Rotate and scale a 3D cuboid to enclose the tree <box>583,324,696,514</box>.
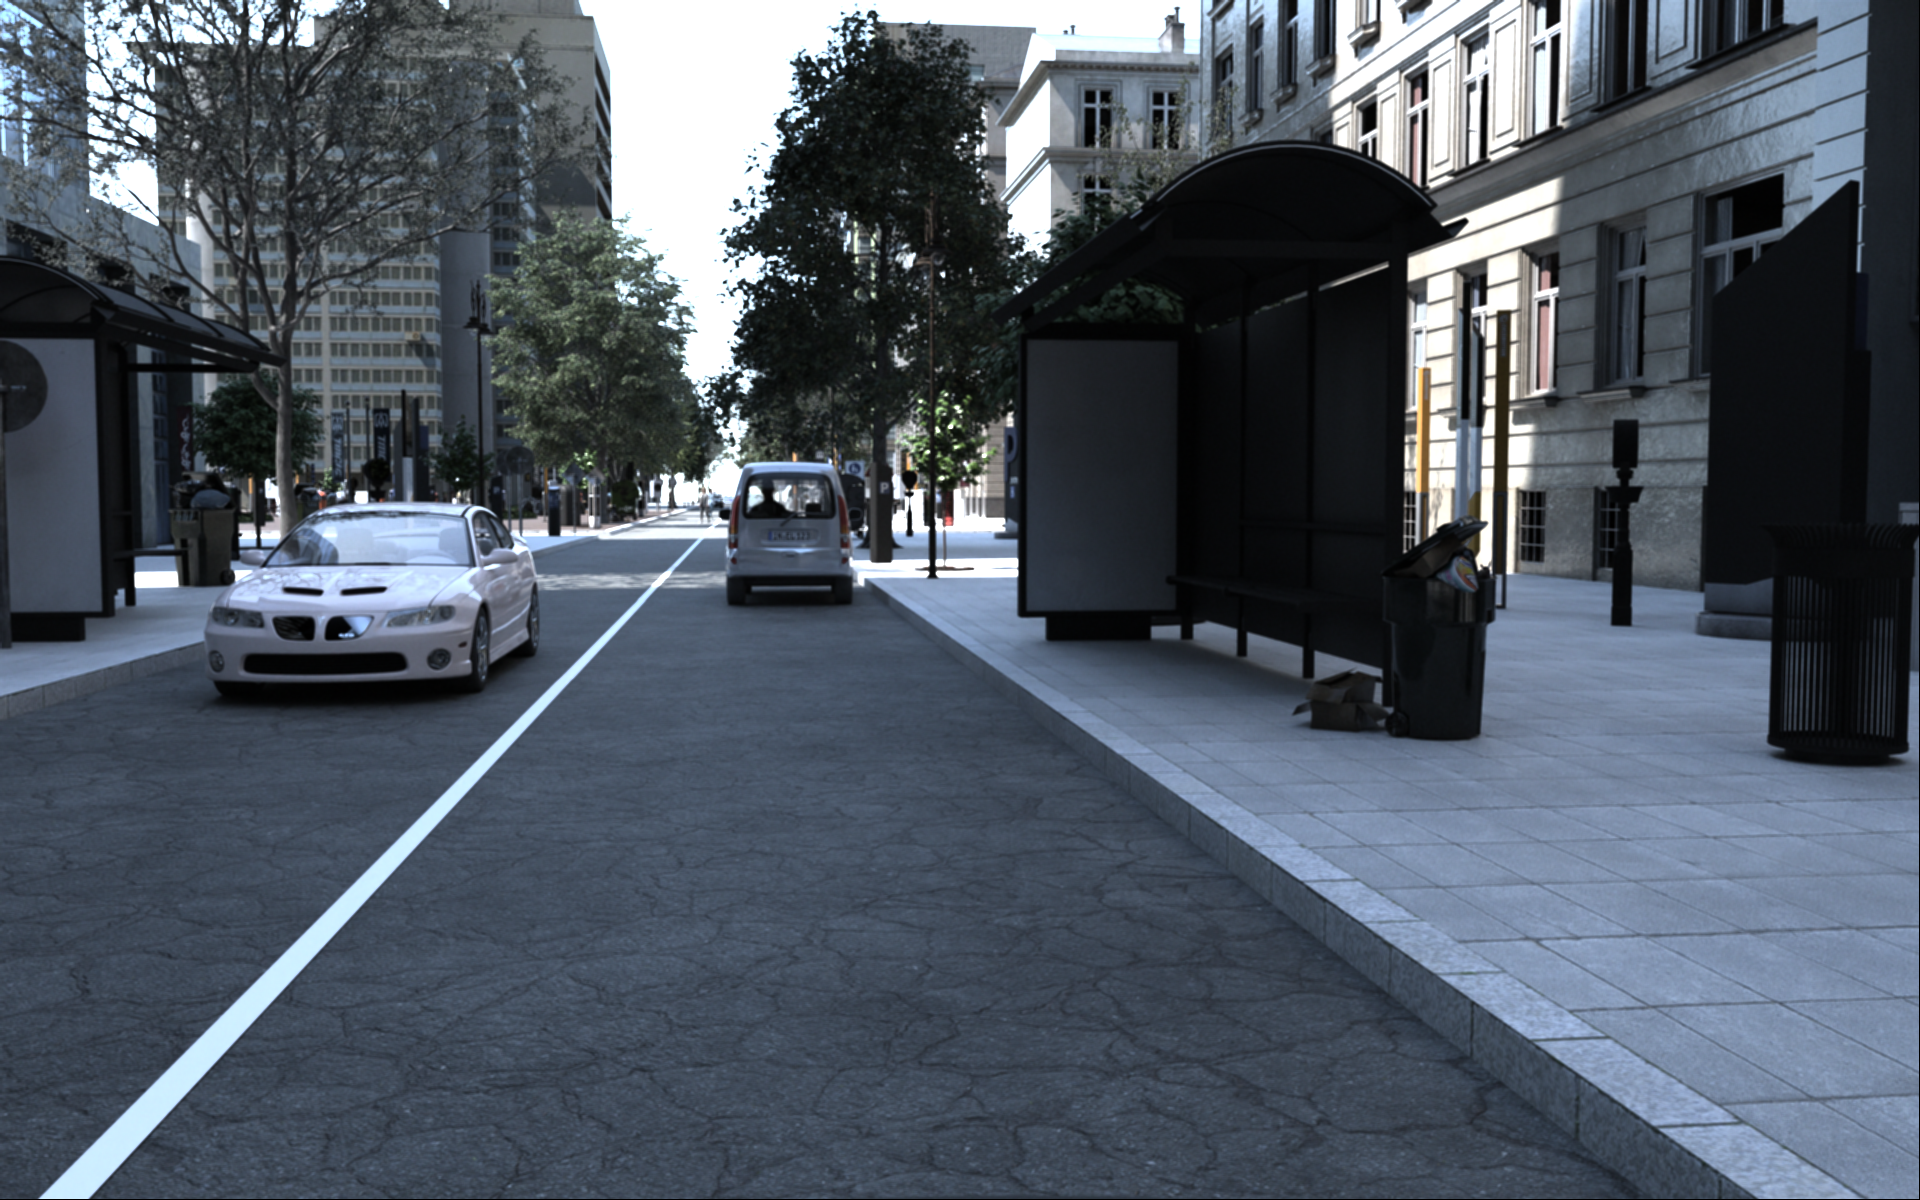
[{"bbox_3d":[-20.399,-11.743,110.127,7.486,12.596,7.792,0,3,0],"label":"tree"}]

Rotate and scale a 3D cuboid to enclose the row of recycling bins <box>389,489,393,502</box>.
[{"bbox_3d":[-39.893,-7.118,123.490,1.069,1.692,3.534,0,4,-4],"label":"row of recycling bins"}]

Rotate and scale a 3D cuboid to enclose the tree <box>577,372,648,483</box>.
[{"bbox_3d":[-18.029,-8.584,90.704,4.360,8.622,3.978,0,3,0],"label":"tree"}]

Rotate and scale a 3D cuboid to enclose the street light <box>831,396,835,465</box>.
[{"bbox_3d":[-4.020,-5.016,54.795,0.468,5.910,1.993,0,4,-7],"label":"street light"}]

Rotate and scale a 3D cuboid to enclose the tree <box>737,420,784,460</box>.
[{"bbox_3d":[-19.405,-15.926,178.524,7.486,12.596,7.792,0,3,0],"label":"tree"}]

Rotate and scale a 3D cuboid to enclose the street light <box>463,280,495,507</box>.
[{"bbox_3d":[-10.395,-3.960,37.541,0.468,5.910,1.993,0,4,-7],"label":"street light"}]

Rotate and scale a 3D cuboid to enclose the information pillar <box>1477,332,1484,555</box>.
[{"bbox_3d":[6.365,-1.856,21.698,0.183,3.616,0.504,-1,4,-15],"label":"information pillar"}]

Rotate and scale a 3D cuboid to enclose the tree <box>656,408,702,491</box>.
[{"bbox_3d":[-23.661,-11.795,143.217,4.737,8.622,4.395,0,3,0],"label":"tree"}]

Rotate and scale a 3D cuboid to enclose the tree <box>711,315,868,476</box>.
[{"bbox_3d":[-9.387,-11.503,98.440,12.009,13.543,11.850,0,3,0],"label":"tree"}]

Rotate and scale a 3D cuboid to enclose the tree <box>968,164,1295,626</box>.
[{"bbox_3d":[1.809,-2.056,17.337,4.285,4.588,4.351,0,3,0],"label":"tree"}]

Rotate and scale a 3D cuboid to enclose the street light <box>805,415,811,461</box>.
[{"bbox_3d":[-7.110,-6.571,80.217,0.468,5.910,1.993,0,4,-7],"label":"street light"}]

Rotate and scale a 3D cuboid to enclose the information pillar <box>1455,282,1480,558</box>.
[{"bbox_3d":[5.661,-1.716,19.403,0.183,3.616,0.504,1,4,18],"label":"information pillar"}]

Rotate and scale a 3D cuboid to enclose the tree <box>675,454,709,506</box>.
[{"bbox_3d":[-29.541,-14.529,187.912,4.360,8.622,3.978,0,3,0],"label":"tree"}]

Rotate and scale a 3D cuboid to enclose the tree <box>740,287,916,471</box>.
[{"bbox_3d":[-5.013,-8.471,72.916,7.601,10.594,8.767,-3,4,-36],"label":"tree"}]

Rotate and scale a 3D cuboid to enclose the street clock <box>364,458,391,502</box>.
[{"bbox_3d":[-11.833,-1.874,35.206,0.471,2.002,0.358,-3,5,-40],"label":"street clock"}]

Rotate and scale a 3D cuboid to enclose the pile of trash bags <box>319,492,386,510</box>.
[{"bbox_3d":[-28.278,-4.297,80.010,3.447,1.369,1.912,1,4,12],"label":"pile of trash bags"}]

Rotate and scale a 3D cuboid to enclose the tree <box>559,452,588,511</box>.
[{"bbox_3d":[-29.267,-9.116,132.762,4.285,4.588,4.351,0,3,0],"label":"tree"}]

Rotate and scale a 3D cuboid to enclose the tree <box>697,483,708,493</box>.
[{"bbox_3d":[-38.987,-16.410,262.906,1.663,3.219,1.824,0,3,0],"label":"tree"}]

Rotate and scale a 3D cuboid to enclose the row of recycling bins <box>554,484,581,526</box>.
[{"bbox_3d":[-16.224,-3.898,70.843,1.069,1.692,3.534,-1,4,-20],"label":"row of recycling bins"}]

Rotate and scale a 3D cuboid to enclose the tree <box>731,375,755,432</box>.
[{"bbox_3d":[-29.688,-24.568,257.571,12.611,20.169,13.585,0,3,0],"label":"tree"}]

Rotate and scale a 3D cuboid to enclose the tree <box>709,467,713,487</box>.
[{"bbox_3d":[-40.068,-19.548,269.973,4.360,8.622,3.978,0,3,0],"label":"tree"}]

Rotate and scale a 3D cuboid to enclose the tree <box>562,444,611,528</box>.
[{"bbox_3d":[-14.153,-4.396,66.482,1.663,3.219,1.824,0,3,0],"label":"tree"}]

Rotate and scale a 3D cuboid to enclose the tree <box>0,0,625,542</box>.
[{"bbox_3d":[-10.426,-7.081,26.151,12.009,13.543,11.850,0,3,0],"label":"tree"}]

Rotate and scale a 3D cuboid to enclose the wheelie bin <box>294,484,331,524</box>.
[{"bbox_3d":[-19.597,-2.694,51.947,0.693,1.594,0.980,2,4,31],"label":"wheelie bin"}]

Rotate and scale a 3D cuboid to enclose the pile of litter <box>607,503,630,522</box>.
[{"bbox_3d":[-15.772,-4.017,79.650,1.176,0.858,1.719,-1,4,-18],"label":"pile of litter"}]

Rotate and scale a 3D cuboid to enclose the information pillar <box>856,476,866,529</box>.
[{"bbox_3d":[-3.643,-3.587,63.139,0.304,2.012,0.304,3,4,36],"label":"information pillar"}]

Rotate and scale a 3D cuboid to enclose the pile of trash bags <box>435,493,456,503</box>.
[{"bbox_3d":[-31.454,-5.852,105.433,1.912,1.369,3.447,0,4,3],"label":"pile of trash bags"}]

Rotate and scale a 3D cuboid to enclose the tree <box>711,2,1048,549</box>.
[{"bbox_3d":[-1.809,-7.564,40.683,9.611,12.733,9.660,0,3,0],"label":"tree"}]

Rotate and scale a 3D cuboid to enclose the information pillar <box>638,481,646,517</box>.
[{"bbox_3d":[-17.646,-5.601,96.061,0.304,2.012,0.304,1,4,14],"label":"information pillar"}]

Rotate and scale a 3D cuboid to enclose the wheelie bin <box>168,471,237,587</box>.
[{"bbox_3d":[-10.561,-0.994,24.166,0.980,1.594,0.693,1,4,23],"label":"wheelie bin"}]

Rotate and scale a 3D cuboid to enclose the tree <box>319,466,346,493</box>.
[{"bbox_3d":[-39.269,-6.934,107.968,1.663,3.219,1.824,0,3,0],"label":"tree"}]

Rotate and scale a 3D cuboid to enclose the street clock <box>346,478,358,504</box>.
[{"bbox_3d":[-27.006,-4.429,76.984,0.358,2.002,0.471,3,5,40],"label":"street clock"}]

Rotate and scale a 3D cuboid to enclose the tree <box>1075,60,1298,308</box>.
[{"bbox_3d":[3.807,-4.906,30.578,4.360,8.622,3.978,0,3,0],"label":"tree"}]

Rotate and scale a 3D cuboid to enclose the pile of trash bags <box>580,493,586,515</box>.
[{"bbox_3d":[-23.985,-6.022,108.210,3.447,1.369,1.912,-2,4,-31],"label":"pile of trash bags"}]

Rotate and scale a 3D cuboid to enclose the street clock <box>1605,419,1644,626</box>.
[{"bbox_3d":[6.465,-0.752,16.872,0.358,2.002,0.471,1,4,20],"label":"street clock"}]

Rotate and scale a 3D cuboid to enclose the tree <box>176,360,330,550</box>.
[{"bbox_3d":[-16.309,-3.465,40.374,4.285,4.588,4.351,0,3,0],"label":"tree"}]

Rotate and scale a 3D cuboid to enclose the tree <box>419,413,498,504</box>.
[{"bbox_3d":[-11.835,-2.871,41.548,1.663,3.219,1.824,0,3,0],"label":"tree"}]

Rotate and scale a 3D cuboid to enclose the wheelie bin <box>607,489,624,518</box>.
[{"bbox_3d":[-17.741,-4.980,89.332,0.980,1.594,0.693,-1,4,-23],"label":"wheelie bin"}]

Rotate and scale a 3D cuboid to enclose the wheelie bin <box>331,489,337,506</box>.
[{"bbox_3d":[-36.784,-5.694,101.011,0.980,1.594,0.693,0,4,8],"label":"wheelie bin"}]

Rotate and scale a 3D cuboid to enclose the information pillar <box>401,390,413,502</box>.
[{"bbox_3d":[-12.471,-2.920,39.101,0.183,3.616,0.504,0,4,-2],"label":"information pillar"}]

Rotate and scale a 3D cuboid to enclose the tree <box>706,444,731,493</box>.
[{"bbox_3d":[-41.388,-22.029,285.923,9.928,11.665,9.643,0,3,0],"label":"tree"}]

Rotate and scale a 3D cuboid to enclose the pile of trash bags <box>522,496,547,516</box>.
[{"bbox_3d":[-24.369,-5.620,101.634,3.447,1.369,1.912,3,4,38],"label":"pile of trash bags"}]

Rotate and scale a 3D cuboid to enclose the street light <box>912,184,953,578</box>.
[{"bbox_3d":[-0.419,-3.269,26.230,0.468,5.910,1.993,0,4,-7],"label":"street light"}]

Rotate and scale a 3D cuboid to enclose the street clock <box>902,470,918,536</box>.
[{"bbox_3d":[-1.525,-2.927,52.422,0.471,2.002,0.358,0,4,4],"label":"street clock"}]

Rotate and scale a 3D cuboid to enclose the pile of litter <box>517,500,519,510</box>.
[{"bbox_3d":[-31.017,-6.678,123.150,1.176,0.858,1.719,-2,4,-28],"label":"pile of litter"}]

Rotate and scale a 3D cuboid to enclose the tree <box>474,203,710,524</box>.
[{"bbox_3d":[-15.735,-10.298,75.034,9.857,13.997,8.962,0,3,0],"label":"tree"}]

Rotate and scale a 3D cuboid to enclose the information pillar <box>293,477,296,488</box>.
[{"bbox_3d":[-29.480,-4.401,76.444,0.304,2.012,0.304,-1,4,-10],"label":"information pillar"}]

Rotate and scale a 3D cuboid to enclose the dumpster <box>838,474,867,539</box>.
[{"bbox_3d":[-3.323,-2.688,49.712,1.264,1.857,1.865,0,4,-7],"label":"dumpster"}]

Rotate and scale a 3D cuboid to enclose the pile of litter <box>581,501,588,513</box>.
[{"bbox_3d":[-25.740,-6.330,117.462,1.176,0.858,1.719,-1,4,-22],"label":"pile of litter"}]

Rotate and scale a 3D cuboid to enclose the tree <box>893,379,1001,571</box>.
[{"bbox_3d":[-0.127,-2.112,29.128,1.663,3.219,1.824,0,3,0],"label":"tree"}]

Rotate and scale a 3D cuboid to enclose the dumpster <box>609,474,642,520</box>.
[{"bbox_3d":[-16.421,-5.042,84.937,1.502,2.255,1.985,0,4,-7],"label":"dumpster"}]

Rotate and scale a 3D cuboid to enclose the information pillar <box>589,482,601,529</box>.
[{"bbox_3d":[-13.497,-3.637,63.960,0.304,2.012,0.304,3,5,43],"label":"information pillar"}]
